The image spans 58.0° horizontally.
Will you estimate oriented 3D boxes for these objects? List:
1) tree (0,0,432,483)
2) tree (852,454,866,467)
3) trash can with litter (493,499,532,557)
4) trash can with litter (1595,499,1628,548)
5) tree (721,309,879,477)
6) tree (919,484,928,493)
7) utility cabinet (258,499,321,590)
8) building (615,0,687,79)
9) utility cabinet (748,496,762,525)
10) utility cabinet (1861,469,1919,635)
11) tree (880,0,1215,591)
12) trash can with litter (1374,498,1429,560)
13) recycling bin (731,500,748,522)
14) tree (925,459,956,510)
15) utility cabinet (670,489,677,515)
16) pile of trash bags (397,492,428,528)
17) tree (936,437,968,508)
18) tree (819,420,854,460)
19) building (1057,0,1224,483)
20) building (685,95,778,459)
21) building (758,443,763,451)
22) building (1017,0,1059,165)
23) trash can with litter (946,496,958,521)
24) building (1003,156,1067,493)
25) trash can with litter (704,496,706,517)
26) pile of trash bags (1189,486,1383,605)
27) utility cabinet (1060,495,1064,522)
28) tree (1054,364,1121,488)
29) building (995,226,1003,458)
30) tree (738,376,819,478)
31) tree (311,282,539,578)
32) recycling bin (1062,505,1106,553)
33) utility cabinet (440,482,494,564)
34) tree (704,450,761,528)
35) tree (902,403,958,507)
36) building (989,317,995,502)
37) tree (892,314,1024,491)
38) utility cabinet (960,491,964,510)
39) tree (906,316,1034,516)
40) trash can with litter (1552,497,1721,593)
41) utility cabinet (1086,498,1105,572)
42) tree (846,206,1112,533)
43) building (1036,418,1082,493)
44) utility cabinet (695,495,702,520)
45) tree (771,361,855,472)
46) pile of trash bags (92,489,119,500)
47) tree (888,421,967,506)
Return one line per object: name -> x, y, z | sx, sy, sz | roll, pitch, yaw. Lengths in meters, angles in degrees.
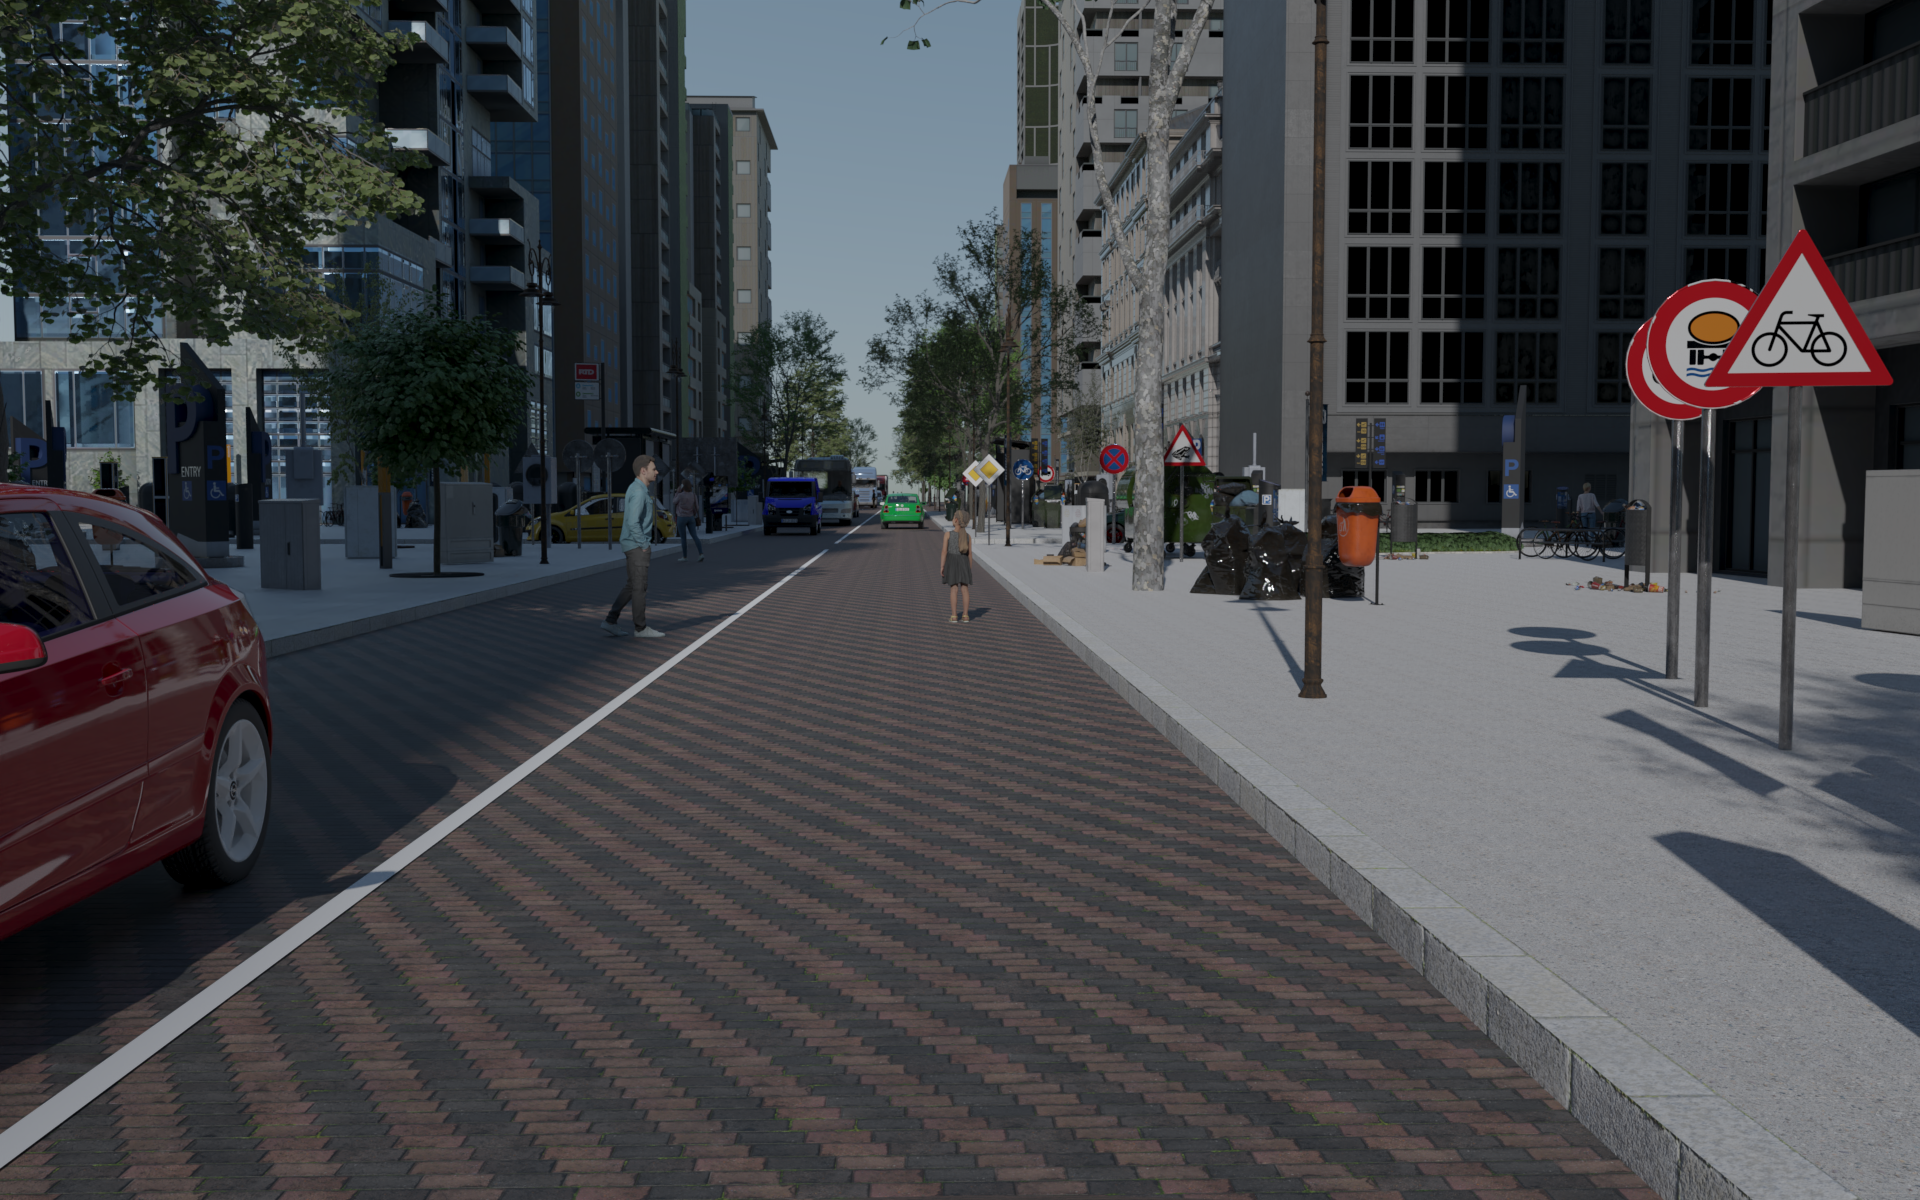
tree -> -8.099, -5.816, 13.213 | 7.486, 12.596, 7.792 | 0, 3, 0
tree -> -16.840, -20.415, 284.141 | 4.737, 8.622, 4.395 | 0, 3, 0
trash can with litter -> -9.308, -1.472, 35.449 | 0.624, 1.170, 1.055 | 1, 4, 22
trash can with litter -> 15.629, -1.839, 41.458 | 0.624, 1.170, 1.055 | 3, 5, 45
tree -> -9.719, -10.459, 96.758 | 9.928, 11.665, 9.643 | 0, 3, 0
tree -> -5.905, -17.659, 283.318 | 1.663, 3.219, 1.824 | 0, 3, 0
utility cabinet -> -9.071, -0.750, 23.431 | 1.020, 1.237, 0.306 | 3, 4, 36
building -> -28.706, -27.463, 132.617 | 14.154, 41.232, 14.086 | 0, 4, -2
utility cabinet -> -8.608, -3.764, 72.698 | 0.306, 1.237, 1.020 | -2, 4, -27
utility cabinet -> 8.741, -0.433, 15.762 | 0.318, 1.500, 1.173 | 0, 4, -7
tree -> 3.564, -10.253, 23.527 | 12.611, 20.169, 13.585 | 0, 3, 0
trash can with litter -> 8.357, -1.417, 34.224 | 2.233, 1.210, 1.678 | 0, 4, -2
recycling bin -> -10.114, -4.105, 79.676 | 0.722, 1.027, 0.722 | -1, 4, -20
tree -> -1.225, -9.734, 142.871 | 4.285, 4.588, 4.351 | 0, 3, 0
utility cabinet -> -17.377, -5.815, 103.753 | 1.173, 1.500, 0.318 | 3, 4, 37
pile of trash bags -> -21.264, -3.450, 66.152 | 1.912, 1.369, 3.447 | -1, 4, -13
tree -> -1.153, -12.615, 156.623 | 4.360, 8.622, 3.978 | 0, 3, 0
tree -> -11.657, -12.465, 154.167 | 4.360, 8.622, 3.978 | 0, 3, 0
building -> 23.164, -34.498, 153.273 | 28.713, 52.752, 27.495 | 0, 4, -2
building -> -39.584, -39.390, 233.263 | 28.713, 52.752, 27.495 | 0, 4, -2
building -> -42.337, -34.713, 259.431 | 32.217, 40.220, 23.993 | 0, 4, -2
building -> 16.703, -49.430, 246.427 | 20.563, 71.187, 20.611 | 0, 4, -2
trash can with litter -> -0.139, -4.265, 81.122 | 1.055, 1.170, 0.624 | 1, 4, 22
building -> 12.979, -35.450, 229.713 | 14.600, 45.320, 14.200 | 0, 4, -2
trash can with litter -> -14.364, -5.135, 95.348 | 1.055, 1.170, 0.624 | 2, 4, 32
pile of trash bags -> 4.235, -0.708, 21.330 | 1.912, 1.369, 3.447 | -1, 4, -15
utility cabinet -> 4.981, -4.207, 79.954 | 1.020, 1.237, 0.306 | -1, 4, -22
tree -> 7.148, -9.103, 99.193 | 4.360, 8.622, 3.978 | 0, 3, 0
building -> 12.222, -35.538, 264.639 | 14.154, 41.232, 14.086 | 0, 4, -2
tree -> -11.441, -9.545, 106.417 | 4.360, 8.622, 3.978 | 0, 3, 0
tree -> -8.268, -2.646, 26.979 | 4.285, 4.588, 4.351 | 0, 3, 0
recycling bin -> 2.722, -1.555, 37.975 | 0.722, 1.027, 0.722 | -3, 5, -40
utility cabinet -> -9.103, -1.417, 31.840 | 0.318, 1.500, 1.173 | 2, 4, 29
tree -> -9.069, -4.590, 69.646 | 1.663, 3.219, 1.824 | 0, 3, 0
tree -> -2.513, -15.896, 178.027 | 7.486, 12.596, 7.792 | 0, 3, 0
building -> 11.578, -31.035, 279.124 | 14.160, 30.474, 14.107 | 0, 4, -2
tree -> -0.195, -12.885, 117.319 | 9.857, 13.997, 8.962 | 0, 3, 0
utility cabinet -> 0.000, -6.256, 110.957 | 0.318, 1.500, 1.173 | 1, 4, 15
tree -> 0.459, -10.649, 99.864 | 9.928, 11.665, 9.643 | 0, 3, 0
trash can with litter -> 8.997, -0.748, 23.292 | 1.678, 1.210, 2.233 | -1, 4, -9
utility cabinet -> 2.272, -1.096, 29.075 | 0.306, 1.237, 1.020 | 0, 4, 3
tree -> 0.660, -7.496, 56.979 | 8.767, 10.594, 7.601 | 0, 4, 1
building -> 23.952, -29.841, 179.789 | 32.217, 40.220, 23.993 | 0, 4, -2
utility cabinet -> -12.907, -4.550, 85.548 | 0.306, 1.237, 1.020 | -1, 4, -16
tree -> -12.546, -13.902, 145.423 | 7.486, 12.596, 7.792 | 0, 3, 0
pile of trash bags -> -15.376, -1.124, 28.128 | 3.447, 1.369, 1.912 | -1, 4, -17
tree -> -3.290, -16.937, 193.924 | 9.611, 12.733, 9.660 | 0, 3, 0
